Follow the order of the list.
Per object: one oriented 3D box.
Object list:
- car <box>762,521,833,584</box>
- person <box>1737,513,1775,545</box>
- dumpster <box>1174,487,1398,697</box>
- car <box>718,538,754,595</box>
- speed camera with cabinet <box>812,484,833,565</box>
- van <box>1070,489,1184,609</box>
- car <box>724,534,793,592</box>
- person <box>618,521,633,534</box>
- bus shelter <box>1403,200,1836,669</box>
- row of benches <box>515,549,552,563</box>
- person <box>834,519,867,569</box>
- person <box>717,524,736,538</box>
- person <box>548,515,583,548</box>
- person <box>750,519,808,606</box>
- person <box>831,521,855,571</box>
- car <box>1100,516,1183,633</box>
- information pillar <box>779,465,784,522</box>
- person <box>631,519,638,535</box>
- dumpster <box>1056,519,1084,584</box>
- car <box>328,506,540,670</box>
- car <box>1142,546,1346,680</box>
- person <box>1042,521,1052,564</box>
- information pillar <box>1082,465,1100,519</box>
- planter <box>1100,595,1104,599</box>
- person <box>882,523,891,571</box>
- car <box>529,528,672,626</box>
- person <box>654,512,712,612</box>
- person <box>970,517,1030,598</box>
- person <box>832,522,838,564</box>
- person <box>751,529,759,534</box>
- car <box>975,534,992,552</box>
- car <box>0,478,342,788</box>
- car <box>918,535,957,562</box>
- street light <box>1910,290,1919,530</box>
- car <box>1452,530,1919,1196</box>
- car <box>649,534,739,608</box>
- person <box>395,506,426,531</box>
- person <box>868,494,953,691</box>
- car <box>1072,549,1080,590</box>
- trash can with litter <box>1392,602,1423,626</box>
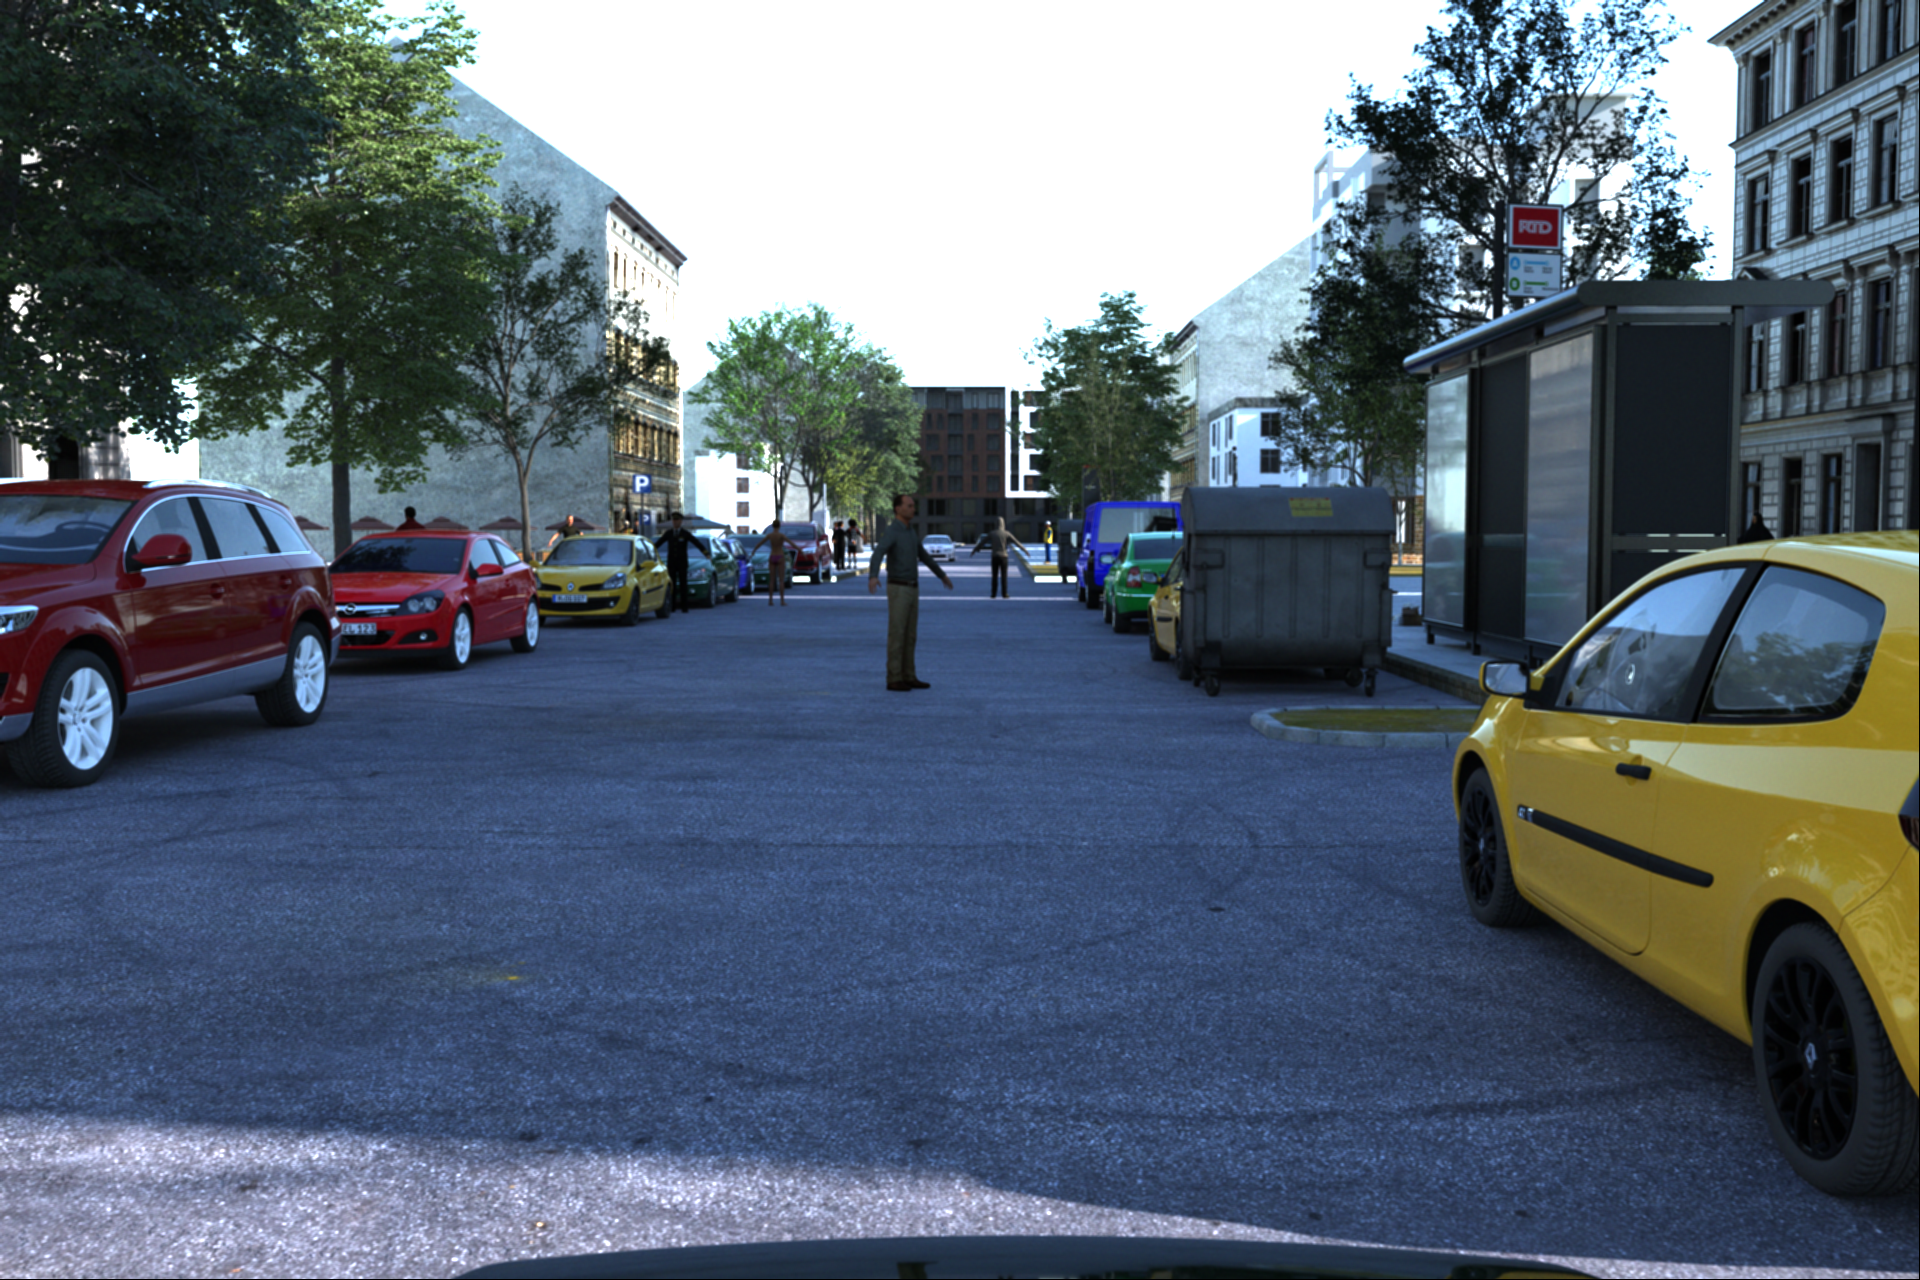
[{"bbox_3d":[-4.929,-2.586,50.949,2.281,1.827,5.304,0,4,1],"label":"car"},{"bbox_3d":[17.236,-1.887,37.640,0.721,1.737,1.214,-2,4,-23],"label":"person"},{"bbox_3d":[2.926,-0.459,15.724,1.865,1.857,1.264,0,4,1],"label":"dumpster"},{"bbox_3d":[-5.778,-1.652,39.596,1.945,1.354,3.894,0,4,2],"label":"car"},{"bbox_3d":[-5.460,-4.544,68.637,0.660,3.252,2.038,0,4,3],"label":"speed camera with cabinet"},{"bbox_3d":[3.394,-1.865,34.881,2.240,2.365,5.245,0,4,1],"label":"van"},{"bbox_3d":[-5.372,-1.997,44.444,2.131,1.459,4.920,0,4,1],"label":"car"},{"bbox_3d":[-14.119,-4.131,73.315,1.354,1.858,0.705,0,4,-6],"label":"person"},{"bbox_3d":[6.225,-2.507,18.625,2.179,5.291,8.768,0,4,1],"label":"bus shelter"},{"bbox_3d":[-18.107,-3.386,70.816,4.104,0.672,1.422,-3,5,-40],"label":"row of benches"},{"bbox_3d":[-4.036,-3.569,64.493,1.345,1.843,0.704,-2,4,-32],"label":"person"},{"bbox_3d":[-12.214,-5.210,91.375,1.347,1.806,0.705,-1,4,-16],"label":"person"},{"bbox_3d":[-10.741,-2.539,47.731,1.348,1.803,0.705,-2,4,-33],"label":"person"},{"bbox_3d":[-3.655,-1.563,34.807,1.217,1.733,0.721,1,4,14],"label":"person"},{"bbox_3d":[-4.136,-3.315,60.920,1.216,1.740,0.721,3,5,42],"label":"person"},{"bbox_3d":[3.151,-1.079,26.440,1.959,1.807,4.718,0,4,2],"label":"car"},{"bbox_3d":[-6.044,-4.115,58.643,0.183,3.616,0.504,0,4,2],"label":"information pillar"},{"bbox_3d":[-11.113,-3.277,59.762,1.347,1.806,0.705,3,4,36],"label":"person"},{"bbox_3d":[3.743,-2.585,50.475,1.865,1.857,1.264,0,4,0],"label":"dumpster"},{"bbox_3d":[-6.088,-0.643,19.551,2.155,1.783,4.494,0,4,1],"label":"car"},{"bbox_3d":[2.995,-0.502,18.437,2.015,1.641,3.980,0,4,0],"label":"car"},{"bbox_3d":[3.778,-4.229,75.106,0.705,1.833,1.349,0,4,-5],"label":"person"},{"bbox_3d":[4.963,-4.655,65.493,0.750,3.857,0.750,0,4,1],"label":"information pillar"},{"bbox_3d":[3.786,-1.081,38.818,1.991,0.319,1.994,0,4,1],"label":"planter"},{"bbox_3d":[-2.715,-3.593,66.986,0.705,1.856,1.354,-1,4,-12],"label":"person"},{"bbox_3d":[-5.838,-1.095,28.122,2.015,1.641,3.980,0,4,2],"label":"car"},{"bbox_3d":[-5.171,-1.424,31.668,1.347,1.837,0.705,0,4,5],"label":"person"},{"bbox_3d":[0.887,-1.842,38.694,1.348,1.813,0.705,1,4,8],"label":"person"},{"bbox_3d":[-5.284,-4.160,74.239,0.704,1.802,1.346,1,4,14],"label":"person"},{"bbox_3d":[-6.672,-2.839,55.681,0.599,1.433,0.991,2,4,25],"label":"person"},{"bbox_3d":[2.184,-7.850,138.134,2.009,1.686,4.222,0,3,0],"label":"car"},{"bbox_3d":[-5.906,-0.172,11.481,2.281,1.827,5.304,0,4,2],"label":"car"},{"bbox_3d":[-1.213,-4.843,91.547,2.083,1.381,4.827,0,4,1],"label":"car"},{"bbox_3d":[6.528,-2.334,10.703,1.470,5.913,1.316,0,4,1],"label":"street light"},{"bbox_3d":[2.718,0.310,5.163,2.015,1.641,3.980,0,4,1],"label":"car"},{"bbox_3d":[-5.636,-1.424,35.086,2.131,1.459,4.920,0,4,2],"label":"car"},{"bbox_3d":[-10.664,-1.680,33.579,0.704,1.816,1.345,3,5,42],"label":"person"},{"bbox_3d":[-0.500,-0.442,15.948,0.705,1.796,1.348,2,4,31],"label":"person"},{"bbox_3d":[3.844,-2.058,43.442,2.009,1.686,4.222,0,4,1],"label":"car"},{"bbox_3d":[6.605,-0.783,24.195,1.055,1.170,0.624,0,4,2],"label":"trash can with litter"}]
